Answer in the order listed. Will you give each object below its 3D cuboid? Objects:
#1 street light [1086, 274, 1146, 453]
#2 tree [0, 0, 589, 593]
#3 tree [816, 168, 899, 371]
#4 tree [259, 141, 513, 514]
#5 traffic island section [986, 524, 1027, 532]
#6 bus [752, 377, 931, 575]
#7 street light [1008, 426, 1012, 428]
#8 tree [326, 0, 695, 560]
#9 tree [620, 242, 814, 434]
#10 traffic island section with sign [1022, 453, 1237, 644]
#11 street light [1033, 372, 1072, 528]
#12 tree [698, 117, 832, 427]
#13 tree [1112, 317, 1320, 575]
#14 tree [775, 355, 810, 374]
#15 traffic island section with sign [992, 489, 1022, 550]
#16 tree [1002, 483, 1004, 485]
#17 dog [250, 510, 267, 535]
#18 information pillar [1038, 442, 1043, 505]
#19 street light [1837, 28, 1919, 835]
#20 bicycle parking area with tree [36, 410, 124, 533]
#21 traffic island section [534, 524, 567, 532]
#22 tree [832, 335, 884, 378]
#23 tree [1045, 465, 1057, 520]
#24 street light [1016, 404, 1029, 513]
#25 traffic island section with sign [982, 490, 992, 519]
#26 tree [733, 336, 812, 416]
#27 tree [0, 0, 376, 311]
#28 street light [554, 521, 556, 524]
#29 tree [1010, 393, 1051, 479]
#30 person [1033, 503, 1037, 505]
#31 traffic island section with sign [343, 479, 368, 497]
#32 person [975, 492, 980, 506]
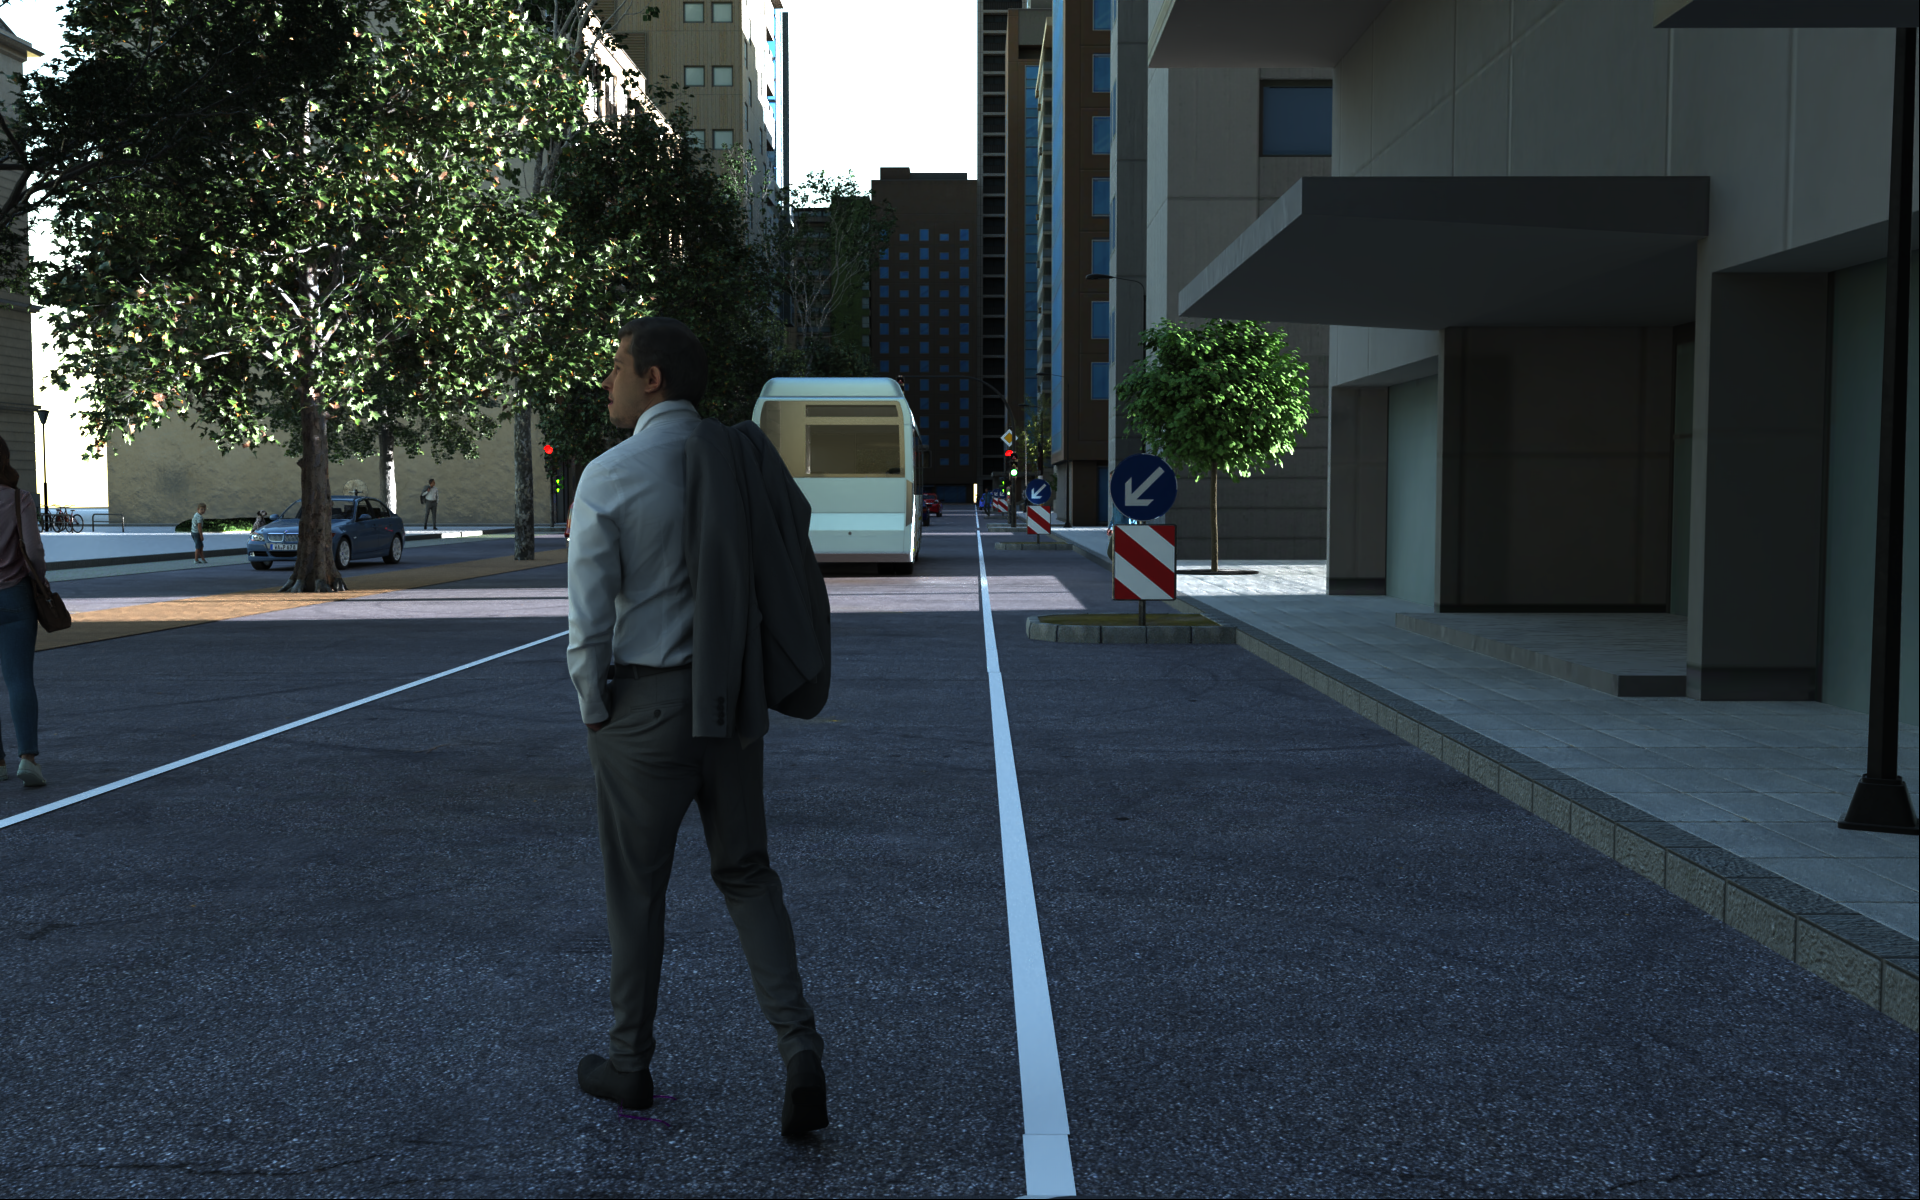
[{"bbox_3d":[3.349,-3.921,36.645,1.470,5.913,1.316,0,4,0],"label":"street light"},{"bbox_3d":[-9.467,-6.469,25.226,9.611,12.733,9.660,0,3,0],"label":"tree"},{"bbox_3d":[-9.998,-14.401,93.795,12.611,20.169,13.585,0,3,0],"label":"tree"},{"bbox_3d":[-18.874,-9.156,56.362,9.857,13.997,8.962,0,3,0],"label":"tree"},{"bbox_3d":[2.079,-2.716,66.683,2.009,0.180,2.903,0,4,0],"label":"traffic island section"},{"bbox_3d":[-2.078,-2.391,33.952,2.948,3.499,13.247,0,4,-1],"label":"bus"},{"bbox_3d":[3.959,-8.952,118.911,1.470,5.913,1.316,0,4,0],"label":"street light"},{"bbox_3d":[-10.612,-10.967,37.660,12.611,20.169,13.585,0,3,0],"label":"tree"},{"bbox_3d":[-9.065,-7.521,59.844,8.767,10.594,7.601,0,4,0],"label":"tree"},{"bbox_3d":[1.679,-0.546,17.553,1.989,1.847,2.006,0,4,0],"label":"traffic island section with sign"},{"bbox_3d":[3.592,-5.734,66.292,1.470,5.913,1.316,0,4,0],"label":"street light"},{"bbox_3d":[-8.963,-7.927,49.065,9.611,12.733,9.660,0,3,0],"label":"tree"},{"bbox_3d":[4.132,-2.714,28.093,4.285,4.588,4.351,0,3,0],"label":"tree"},{"bbox_3d":[-8.458,-8.108,85.377,4.737,8.622,4.395,0,3,0],"label":"tree"},{"bbox_3d":[1.912,-2.234,45.153,1.989,1.847,2.006,0,4,0],"label":"traffic island section with sign"},{"bbox_3d":[5.411,-13.416,213.957,1.663,3.219,1.824,0,3,0],"label":"tree"},{"bbox_3d":[-20.349,-2.198,50.315,0.513,0.831,0.800,-1,4,-15],"label":"dog"},{"bbox_3d":[3.607,-5.286,77.783,0.183,3.616,0.504,-1,4,-15],"label":"information pillar"},{"bbox_3d":[3.014,-2.078,6.521,1.470,5.913,1.316,0,4,0],"label":"street light"},{"bbox_3d":[-32.726,-4.282,57.020,8.231,4.147,9.016,-3,5,-44],"label":"bicycle parking area with tree"},{"bbox_3d":[-15.761,-2.725,66.834,2.009,0.180,2.903,0,4,0],"label":"traffic island section"},{"bbox_3d":[-8.863,-12.477,123.468,9.611,12.733,9.660,0,3,0],"label":"tree"},{"bbox_3d":[5.381,-5.682,87.506,1.663,3.219,1.824,0,3,0],"label":"tree"},{"bbox_3d":[3.688,-7.154,89.514,1.470,5.913,1.316,0,4,0],"label":"street light"},{"bbox_3d":[2.351,-5.544,99.265,1.989,1.847,2.006,0,4,0],"label":"traffic island section with sign"},{"bbox_3d":[-8.575,-7.824,80.738,4.360,8.622,3.978,0,3,0],"label":"tree"},{"bbox_3d":[-9.532,-4.877,16.601,8.767,10.594,7.601,0,4,0],"label":"tree"},{"bbox_3d":[-17.089,-6.241,74.587,1.470,5.913,1.316,0,4,0],"label":"street light"},{"bbox_3d":[5.520,-10.571,123.190,4.737,8.622,4.395,0,3,0],"label":"tree"},{"bbox_3d":[4.944,-6.418,111.727,0.466,1.731,0.760,1,4,12],"label":"person"},{"bbox_3d":[-15.617,-2.182,44.301,1.989,1.847,2.006,0,4,0],"label":"traffic island section with sign"},{"bbox_3d":[2.068,-12.030,205.998,0.445,1.727,0.742,2,4,35],"label":"person"}]
